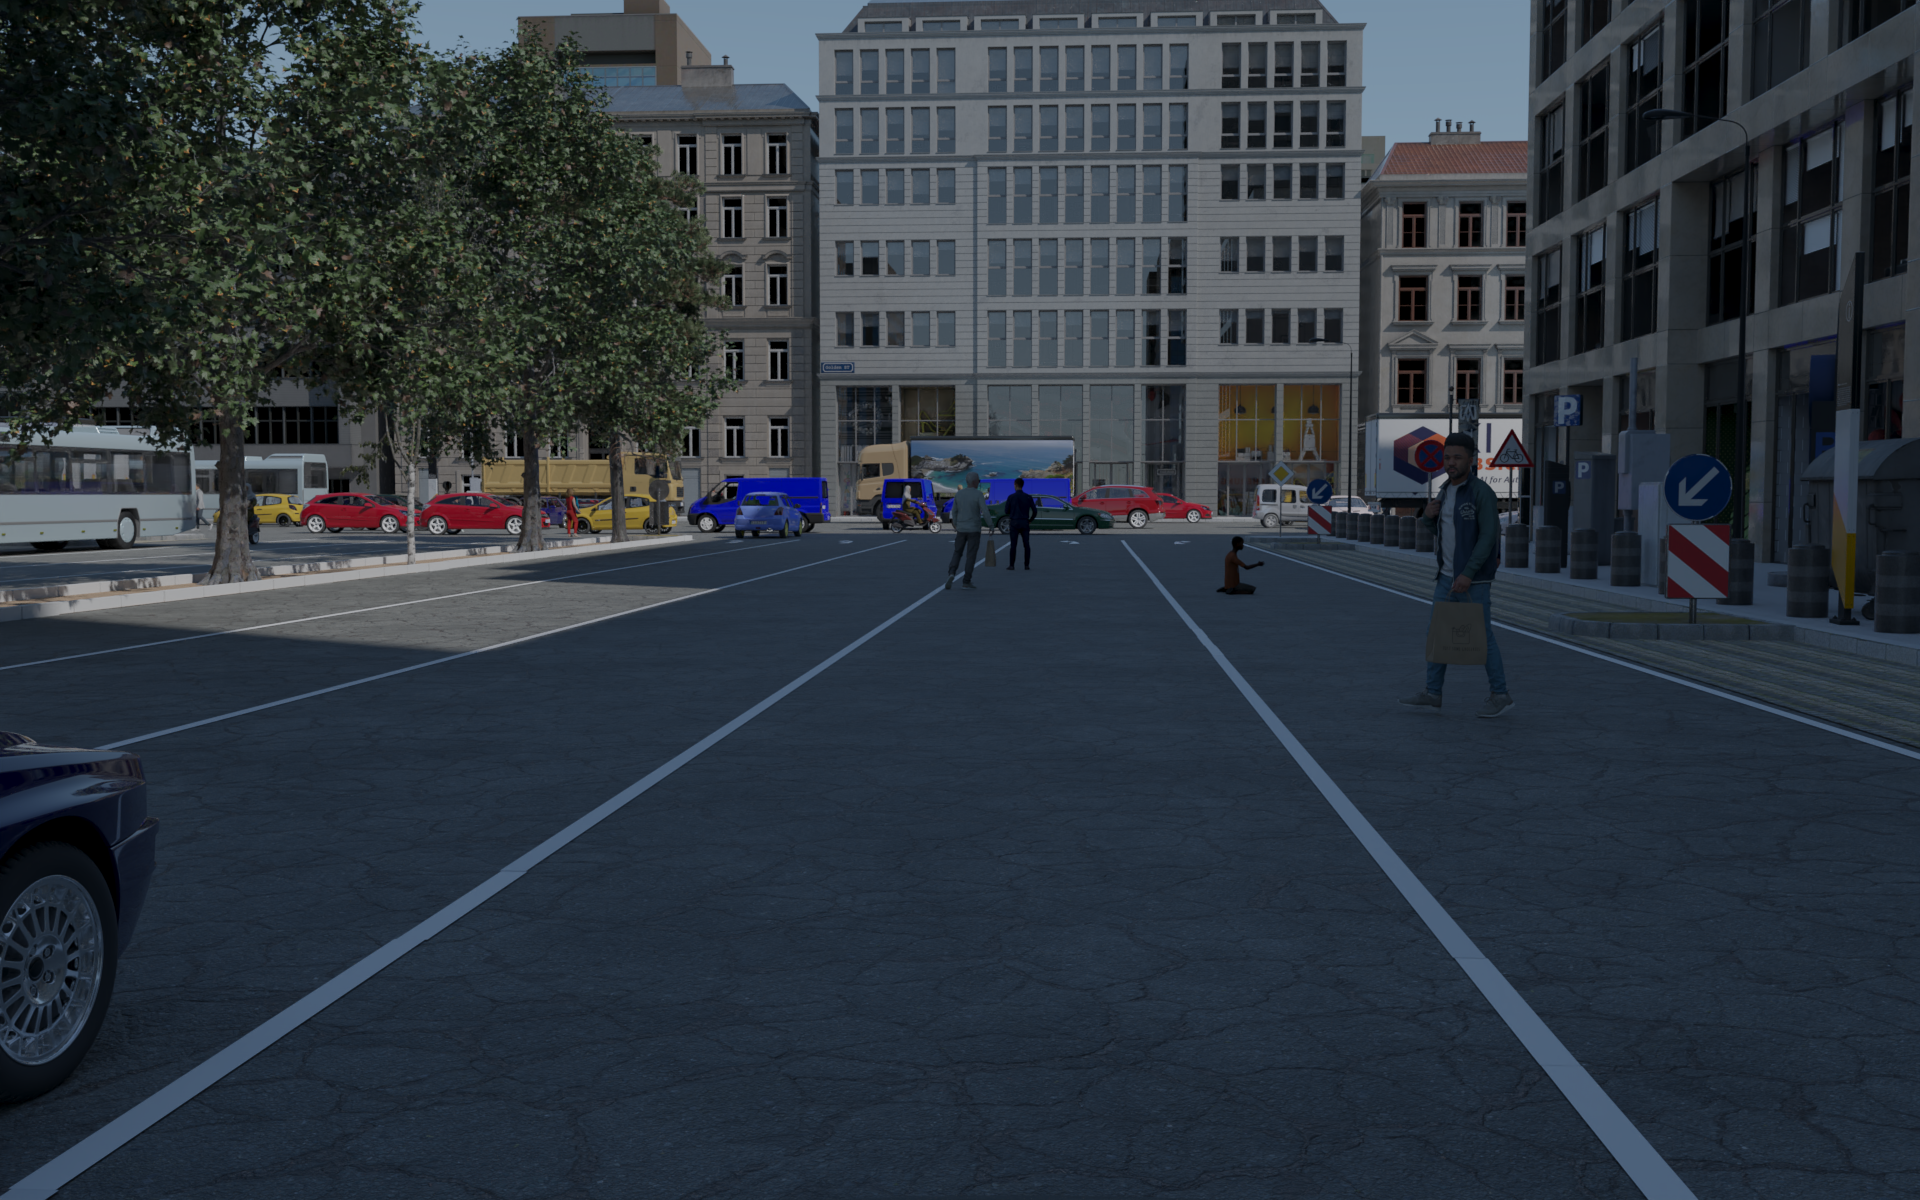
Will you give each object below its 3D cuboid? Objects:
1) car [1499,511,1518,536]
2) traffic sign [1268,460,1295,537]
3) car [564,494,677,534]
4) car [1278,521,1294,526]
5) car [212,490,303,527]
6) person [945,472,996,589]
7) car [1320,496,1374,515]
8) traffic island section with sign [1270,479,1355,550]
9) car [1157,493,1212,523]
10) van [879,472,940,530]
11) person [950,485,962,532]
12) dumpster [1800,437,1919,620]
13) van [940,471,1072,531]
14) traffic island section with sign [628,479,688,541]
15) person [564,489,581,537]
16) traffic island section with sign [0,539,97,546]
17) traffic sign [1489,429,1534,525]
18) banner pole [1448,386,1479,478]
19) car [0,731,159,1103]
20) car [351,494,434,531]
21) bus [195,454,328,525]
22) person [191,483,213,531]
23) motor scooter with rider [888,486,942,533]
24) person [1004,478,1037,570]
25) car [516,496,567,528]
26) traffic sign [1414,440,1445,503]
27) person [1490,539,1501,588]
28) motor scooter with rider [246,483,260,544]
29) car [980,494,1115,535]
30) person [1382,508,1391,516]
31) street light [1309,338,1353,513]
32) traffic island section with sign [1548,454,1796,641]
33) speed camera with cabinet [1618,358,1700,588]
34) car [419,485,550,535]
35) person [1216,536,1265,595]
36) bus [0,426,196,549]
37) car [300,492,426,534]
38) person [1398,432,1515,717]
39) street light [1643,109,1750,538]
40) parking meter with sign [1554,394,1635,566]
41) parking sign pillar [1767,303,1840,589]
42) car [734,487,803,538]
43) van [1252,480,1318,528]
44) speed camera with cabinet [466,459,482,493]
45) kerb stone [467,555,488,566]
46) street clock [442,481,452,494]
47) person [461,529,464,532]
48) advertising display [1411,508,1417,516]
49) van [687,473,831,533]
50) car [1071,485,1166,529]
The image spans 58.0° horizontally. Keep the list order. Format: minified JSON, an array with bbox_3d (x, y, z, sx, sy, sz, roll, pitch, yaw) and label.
[{"bbox_3d":[19.324,-2.631,55.378,4.827,1.381,2.083,0,4,4],"label":"car"},{"bbox_3d":[9.588,-2.944,51.774,0.795,2.450,0.064,0,4,4],"label":"traffic sign"},{"bbox_3d":[-12.220,-3.188,62.350,3.980,1.641,2.015,0,4,6],"label":"car"},{"bbox_3d":[16.113,-4.159,78.229,3.980,1.641,2.015,0,4,4],"label":"car"},{"bbox_3d":[-30.495,-3.994,75.517,3.980,1.641,2.015,0,4,4],"label":"car"},{"bbox_3d":[0.194,-1.038,25.956,0.782,1.767,0.515,2,4,29],"label":"person"},{"bbox_3d":[15.521,-3.523,69.968,2.083,1.381,4.827,0,4,5],"label":"car"},{"bbox_3d":[9.131,-2.226,45.025,1.989,1.847,2.006,0,4,4],"label":"traffic island section with sign"},{"bbox_3d":[10.294,-4.715,86.136,4.494,1.783,2.155,0,4,6],"label":"car"},{"bbox_3d":[-2.052,-4.068,70.898,2.240,2.365,5.245,0,4,4],"label":"van"},{"bbox_3d":[-0.019,-3.428,64.908,0.694,1.780,0.624,-1,4,-11],"label":"person"},{"bbox_3d":[9.814,-0.760,18.185,1.264,1.857,1.865,0,4,4],"label":"dumpster"},{"bbox_3d":[1.839,-3.903,68.193,5.245,2.365,2.240,0,4,5],"label":"van"},{"bbox_3d":[-9.439,-2.771,53.444,2.006,1.907,1.989,0,4,4],"label":"traffic island section with sign"},{"bbox_3d":[-12.958,-2.918,57.921,0.444,1.614,0.593,-2,4,-30],"label":"person"},{"bbox_3d":[-25.198,-2.413,48.074,1.989,1.847,2.006,0,4,4],"label":"traffic island section with sign"},{"bbox_3d":[10.984,-2.113,34.553,0.884,2.594,0.081,0,4,6],"label":"traffic sign"},{"bbox_3d":[11.611,-3.069,40.194,0.863,3.779,0.401,1,4,12],"label":"banner pole"},{"bbox_3d":[-3.126,0.585,3.011,1.945,1.354,3.894,0,4,6],"label":"car"},{"bbox_3d":[-22.092,-3.571,68.174,4.222,1.686,2.009,0,4,3],"label":"car"},{"bbox_3d":[-36.260,-5.233,80.417,13.247,3.499,2.948,0,4,6],"label":"bus"},{"bbox_3d":[-29.524,-3.613,67.416,0.795,1.843,0.661,-2,4,-23],"label":"person"},{"bbox_3d":[-1.658,-3.317,63.193,1.986,1.779,0.876,0,4,6],"label":"motor scooter with rider"},{"bbox_3d":[1.126,-1.445,32.838,0.576,1.737,0.504,-1,4,-19],"label":"person"},{"bbox_3d":[-17.532,-3.610,71.608,1.945,1.354,3.894,0,4,4],"label":"car"},{"bbox_3d":[11.045,-2.483,40.708,0.768,2.556,0.104,0,4,8],"label":"traffic sign"},{"bbox_3d":[4.991,-0.352,16.954,0.574,1.496,0.600,1,4,17],"label":"person"},{"bbox_3d":[-20.224,-2.433,48.743,0.876,1.779,1.986,0,4,3],"label":"motor scooter with rider"},{"bbox_3d":[3.089,-3.065,61.911,4.920,1.459,2.131,0,4,4],"label":"car"},{"bbox_3d":[15.714,-3.367,63.417,0.748,1.841,0.638,1,4,16],"label":"person"},{"bbox_3d":[11.085,-4.837,51.618,1.470,5.913,1.316,0,4,4],"label":"street light"},{"bbox_3d":[7.201,-0.562,17.819,1.989,1.847,2.006,0,4,4],"label":"traffic island section with sign"},{"bbox_3d":[9.903,-1.847,24.541,0.660,3.252,2.038,0,4,6],"label":"speed camera with cabinet"},{"bbox_3d":[-16.668,-3.170,60.876,4.494,1.783,2.155,0,4,2],"label":"car"},{"bbox_3d":[4.047,-0.495,24.883,0.655,0.850,0.859,0,4,0],"label":"person"},{"bbox_3d":[-22.975,-2.864,41.690,2.948,3.499,13.247,0,4,4],"label":"bus"},{"bbox_3d":[-21.845,-3.330,63.493,4.494,1.783,2.155,0,4,4],"label":"car"},{"bbox_3d":[3.224,-0.160,11.094,0.713,1.824,0.794,0,4,-3],"label":"person"},{"bbox_3d":[8.938,-2.966,21.034,1.470,5.913,1.316,0,4,4],"label":"street light"},{"bbox_3d":[11.386,-2.124,30.988,1.738,3.016,0.543,-2,4,-34],"label":"parking meter with sign"},{"bbox_3d":[12.013,-2.170,23.952,1.447,3.967,1.447,2,4,28],"label":"parking sign pillar"},{"bbox_3d":[-6.296,-2.921,57.342,1.945,1.707,3.694,0,4,6],"label":"car"},{"bbox_3d":[14.499,-4.071,73.573,4.112,2.044,2.013,0,4,4],"label":"van"},{"bbox_3d":[-27.244,-6.289,97.163,0.660,3.252,2.038,0,4,-7],"label":"speed camera with cabinet"},{"bbox_3d":[-9.736,-0.766,34.714,0.120,0.150,1.000,0,4,4],"label":"kerb stone"},{"bbox_3d":[-28.600,-5.630,96.618,0.358,2.002,0.471,3,4,39],"label":"street clock"},{"bbox_3d":[-18.948,-3.242,65.419,0.435,1.345,0.340,0,4,-5],"label":"person"},{"bbox_3d":[23.948,-5.215,90.475,0.123,1.923,0.974,-3,5,-41],"label":"advertising display"},{"bbox_3d":[-7.494,-3.668,64.363,5.245,2.365,2.240,0,4,4],"label":"van"},{"bbox_3d":[5.915,-3.891,72.298,5.304,1.827,2.281,0,4,4],"label":"car"}]
